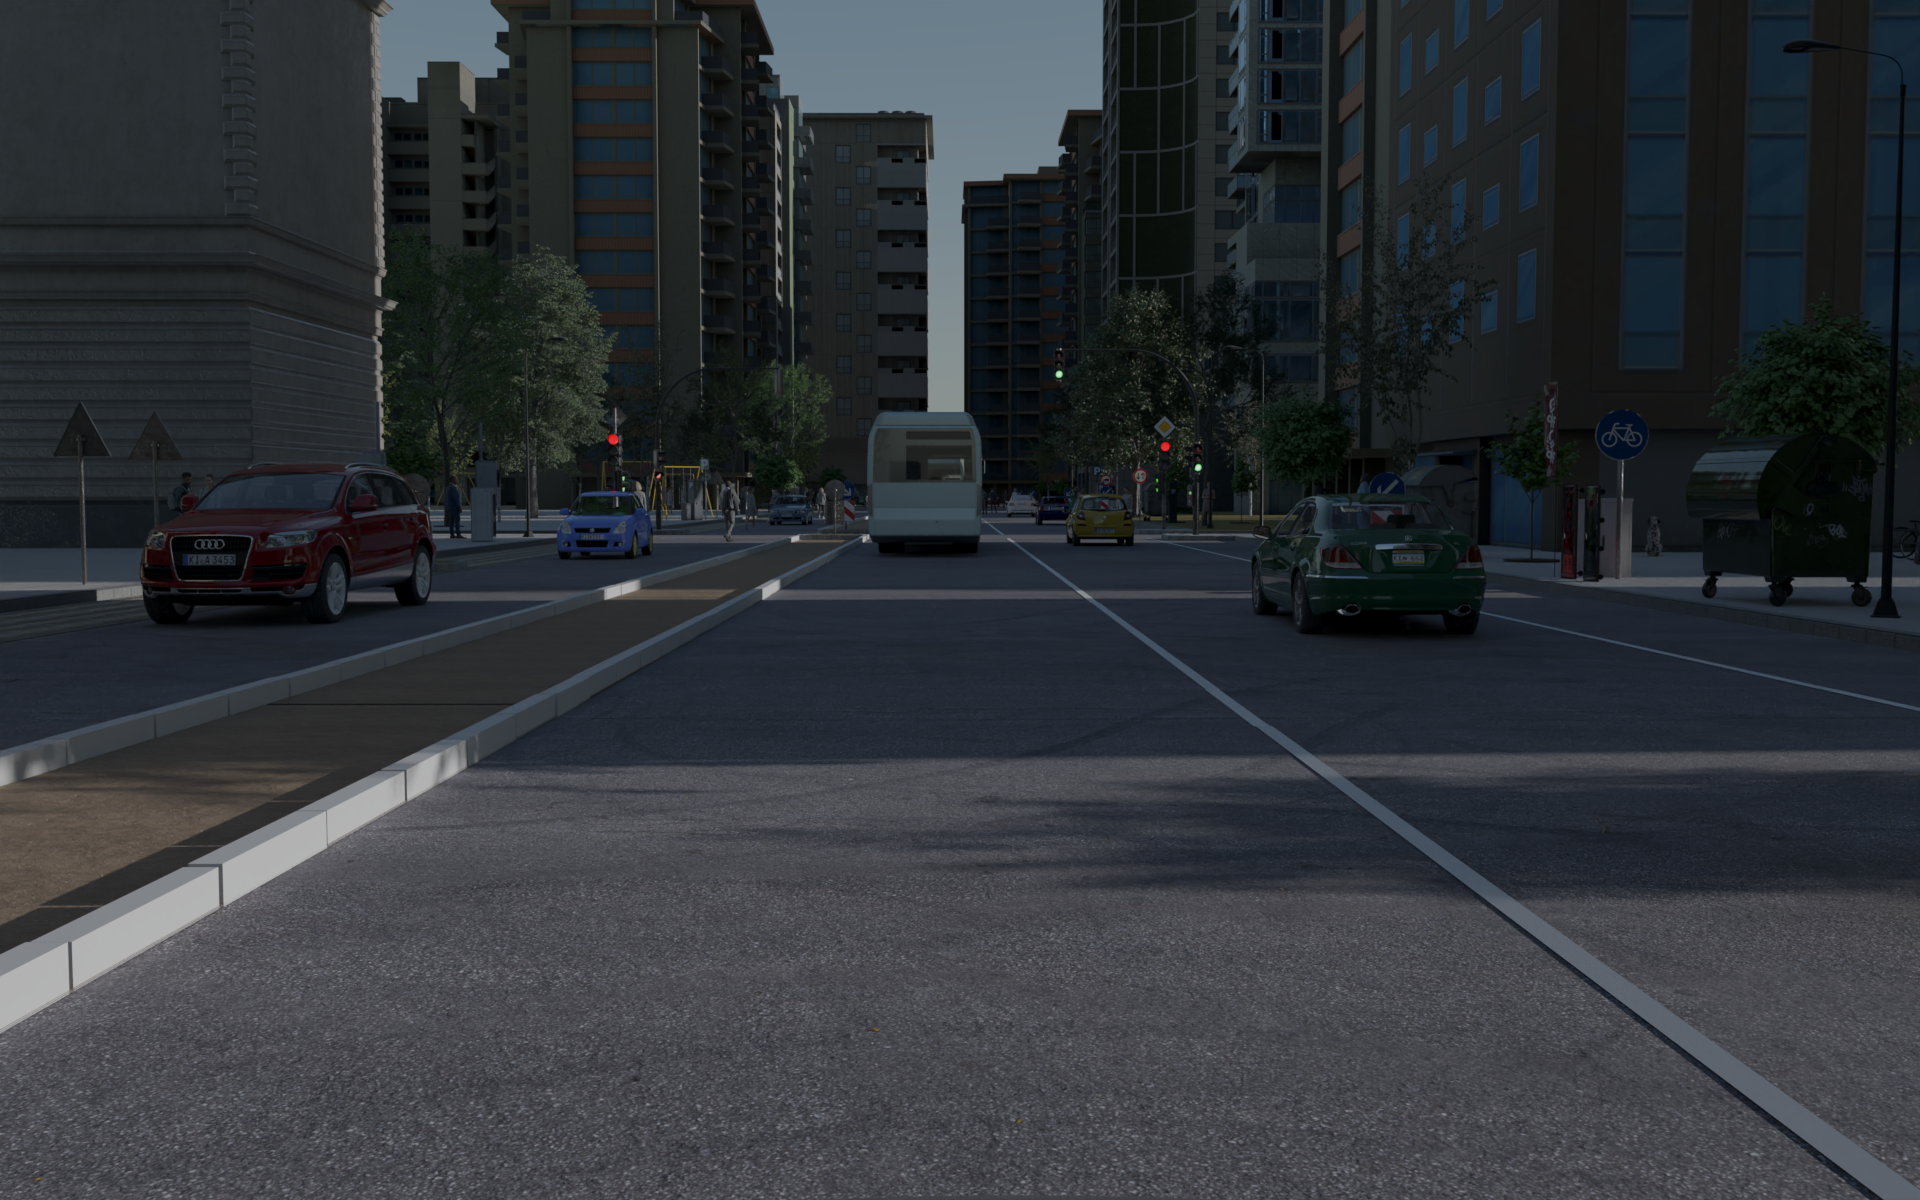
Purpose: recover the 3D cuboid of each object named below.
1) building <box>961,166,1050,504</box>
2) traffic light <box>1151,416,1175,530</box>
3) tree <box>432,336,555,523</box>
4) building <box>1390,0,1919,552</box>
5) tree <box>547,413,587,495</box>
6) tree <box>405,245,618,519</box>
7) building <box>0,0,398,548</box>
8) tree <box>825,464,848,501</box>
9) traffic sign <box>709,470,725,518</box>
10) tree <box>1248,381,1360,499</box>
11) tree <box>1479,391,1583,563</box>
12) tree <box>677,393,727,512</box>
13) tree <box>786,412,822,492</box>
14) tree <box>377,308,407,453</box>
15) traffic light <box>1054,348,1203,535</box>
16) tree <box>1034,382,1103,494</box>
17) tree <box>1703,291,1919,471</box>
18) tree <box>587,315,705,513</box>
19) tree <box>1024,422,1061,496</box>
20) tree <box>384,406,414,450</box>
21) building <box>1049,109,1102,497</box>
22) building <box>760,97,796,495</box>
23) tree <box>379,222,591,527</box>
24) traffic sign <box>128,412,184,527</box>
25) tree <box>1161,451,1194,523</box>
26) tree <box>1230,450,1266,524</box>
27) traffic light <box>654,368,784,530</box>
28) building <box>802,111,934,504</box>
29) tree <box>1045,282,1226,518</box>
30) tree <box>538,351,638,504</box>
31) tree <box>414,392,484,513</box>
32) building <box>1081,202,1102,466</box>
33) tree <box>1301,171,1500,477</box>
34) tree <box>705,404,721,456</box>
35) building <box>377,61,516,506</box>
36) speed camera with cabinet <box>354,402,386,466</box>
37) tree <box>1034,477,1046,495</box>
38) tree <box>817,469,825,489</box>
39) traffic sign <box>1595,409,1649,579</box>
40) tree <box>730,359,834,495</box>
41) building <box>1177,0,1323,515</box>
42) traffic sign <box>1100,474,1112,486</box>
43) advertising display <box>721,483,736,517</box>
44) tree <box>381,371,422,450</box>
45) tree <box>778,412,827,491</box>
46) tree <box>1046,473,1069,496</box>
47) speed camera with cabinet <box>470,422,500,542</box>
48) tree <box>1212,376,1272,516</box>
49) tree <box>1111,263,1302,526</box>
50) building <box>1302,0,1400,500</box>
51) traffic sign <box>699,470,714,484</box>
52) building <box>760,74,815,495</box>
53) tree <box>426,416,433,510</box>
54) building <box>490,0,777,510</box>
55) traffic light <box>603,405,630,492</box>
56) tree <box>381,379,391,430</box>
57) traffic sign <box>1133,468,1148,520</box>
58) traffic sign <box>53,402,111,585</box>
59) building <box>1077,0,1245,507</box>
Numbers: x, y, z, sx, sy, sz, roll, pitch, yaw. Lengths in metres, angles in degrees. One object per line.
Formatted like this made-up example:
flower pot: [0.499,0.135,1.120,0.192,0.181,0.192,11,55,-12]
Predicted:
building: [13.015,-35.444,234.130,28.867,44.769,22.147,0,4,0]
traffic light: [7.333,-4.491,62.355,0.839,4.253,0.868,0,4,0]
tree: [-20.592,-7.805,77.978,4.737,8.622,4.395,0,3,0]
building: [19.615,-24.054,43.402,14.600,45.320,14.200,0,4,0]
tree: [-26.545,-10.368,119.880,4.360,8.622,3.978,0,3,0]
tree: [-22.407,-11.229,90.252,9.857,13.997,8.962,0,3,0]
building: [-25.904,-13.216,44.961,19.941,23.489,11.050,0,4,0]
tree: [-13.683,-12.338,185.432,4.285,4.588,4.351,0,3,0]
traffic sign: [-12.973,-5.649,92.363,0.884,2.594,0.081,0,4,5]
tree: [10.021,-4.094,50.655,4.285,4.588,4.351,0,3,0]
tree: [10.912,-2.324,32.598,1.663,3.219,1.824,0,3,0]
tree: [-17.948,-10.517,122.320,4.737,8.622,4.395,0,3,0]
tree: [-14.078,-12.529,155.209,4.360,8.622,3.978,0,3,0]
tree: [-36.525,-12.203,106.182,9.857,13.997,8.962,0,3,0]
traffic light: [5.297,-4.865,54.215,4.771,5.953,1.251,0,4,0]
tree: [8.732,-11.513,122.649,8.767,10.594,7.601,3,5,39]
tree: [13.905,-2.718,28.151,4.285,4.588,4.351,0,3,0]
tree: [-12.966,-7.426,71.770,4.360,8.622,3.978,0,3,0]
tree: [8.829,-13.834,176.551,4.737,8.622,4.395,0,3,0]
tree: [-39.693,-10.522,122.398,4.360,8.622,3.978,0,3,0]
building: [22.331,-33.079,195.470,22.147,44.769,28.867,0,4,0]
building: [-24.218,-29.984,173.838,14.154,41.232,14.086,0,4,0]
tree: [-20.164,-8.665,67.429,9.928,11.665,9.643,0,3,0]
traffic sign: [-12.718,-1.676,27.405,0.884,2.594,0.081,0,4,1]
tree: [9.708,-5.063,77.379,1.663,3.219,1.824,0,3,0]
tree: [12.264,-4.958,75.670,1.663,3.219,1.824,0,3,0]
traffic light: [-8.736,-5.358,62.265,4.771,5.953,1.251,0,4,0]
building: [-15.195,-39.683,238.059,27.495,52.752,28.713,0,4,0]
tree: [9.590,-10.825,93.990,9.611,12.733,9.660,0,3,0]
tree: [-23.729,-10.915,112.873,7.601,10.594,8.767,0,4,8]
tree: [-33.794,-10.172,116.667,4.360,8.622,3.978,0,3,0]
building: [18.999,-24.582,173.616,14.160,30.474,14.107,0,4,0]
tree: [9.913,-5.414,38.887,4.360,8.622,3.978,0,3,0]
tree: [-17.871,-10.034,114.412,4.360,8.622,3.978,0,3,0]
building: [-59.205,-35.193,199.114,21.600,48.544,21.300,0,4,0]
speed camera with cabinet: [-12.794,-2.656,37.769,0.660,3.252,2.038,-1,4,-12]
tree: [8.952,-12.143,193.133,1.663,3.219,1.824,0,3,0]
tree: [-14.145,-9.512,139.233,4.285,4.588,4.351,0,3,0]
traffic sign: [9.947,-1.590,26.107,0.768,2.556,0.104,1,4,8]
tree: [-13.639,-12.599,131.753,9.928,11.665,9.643,0,3,0]
building: [26.914,-49.292,118.595,22.319,86.520,31.000,0,4,0]
traffic sign: [9.389,-6.817,111.560,0.768,2.556,0.104,1,4,9]
advertising display: [-13.231,-5.744,99.121,0.974,1.923,0.123,2,4,25]
tree: [-32.864,-8.849,95.050,4.737,8.622,4.395,0,3,0]
tree: [-13.551,-12.065,147.629,4.737,8.622,4.395,0,3,0]
tree: [9.510,-10.230,161.864,1.663,3.219,1.824,0,3,0]
speed camera with cabinet: [-12.942,-3.235,47.234,0.660,3.252,2.038,-1,4,-9]
tree: [17.070,-9.317,102.688,4.360,8.622,3.978,0,3,0]
tree: [10.178,-8.265,69.539,7.601,10.594,8.767,0,4,-2]
building: [29.152,-25.711,74.995,28.867,44.769,22.147,0,4,0]
traffic sign: [-13.249,-5.540,90.308,0.795,2.593,0.064,0,4,7]
building: [-32.215,-35.361,197.752,30.456,49.044,23.786,0,4,0]
tree: [-40.099,-10.993,130.100,4.737,8.622,4.395,0,3,0]
building: [-27.974,-30.410,151.829,22.147,44.769,28.867,0,4,0]
traffic light: [-10.773,-3.994,54.230,0.839,4.253,0.868,0,4,0]
tree: [-32.690,-9.368,87.573,8.767,10.594,7.601,0,4,-2]
traffic sign: [8.916,-5.229,85.603,0.768,2.556,0.104,0,4,4]
traffic sign: [-12.398,-1.495,24.455,0.884,2.594,0.081,1,4,9]
building: [21.556,-43.784,154.125,20.563,71.187,20.611,0,4,0]
